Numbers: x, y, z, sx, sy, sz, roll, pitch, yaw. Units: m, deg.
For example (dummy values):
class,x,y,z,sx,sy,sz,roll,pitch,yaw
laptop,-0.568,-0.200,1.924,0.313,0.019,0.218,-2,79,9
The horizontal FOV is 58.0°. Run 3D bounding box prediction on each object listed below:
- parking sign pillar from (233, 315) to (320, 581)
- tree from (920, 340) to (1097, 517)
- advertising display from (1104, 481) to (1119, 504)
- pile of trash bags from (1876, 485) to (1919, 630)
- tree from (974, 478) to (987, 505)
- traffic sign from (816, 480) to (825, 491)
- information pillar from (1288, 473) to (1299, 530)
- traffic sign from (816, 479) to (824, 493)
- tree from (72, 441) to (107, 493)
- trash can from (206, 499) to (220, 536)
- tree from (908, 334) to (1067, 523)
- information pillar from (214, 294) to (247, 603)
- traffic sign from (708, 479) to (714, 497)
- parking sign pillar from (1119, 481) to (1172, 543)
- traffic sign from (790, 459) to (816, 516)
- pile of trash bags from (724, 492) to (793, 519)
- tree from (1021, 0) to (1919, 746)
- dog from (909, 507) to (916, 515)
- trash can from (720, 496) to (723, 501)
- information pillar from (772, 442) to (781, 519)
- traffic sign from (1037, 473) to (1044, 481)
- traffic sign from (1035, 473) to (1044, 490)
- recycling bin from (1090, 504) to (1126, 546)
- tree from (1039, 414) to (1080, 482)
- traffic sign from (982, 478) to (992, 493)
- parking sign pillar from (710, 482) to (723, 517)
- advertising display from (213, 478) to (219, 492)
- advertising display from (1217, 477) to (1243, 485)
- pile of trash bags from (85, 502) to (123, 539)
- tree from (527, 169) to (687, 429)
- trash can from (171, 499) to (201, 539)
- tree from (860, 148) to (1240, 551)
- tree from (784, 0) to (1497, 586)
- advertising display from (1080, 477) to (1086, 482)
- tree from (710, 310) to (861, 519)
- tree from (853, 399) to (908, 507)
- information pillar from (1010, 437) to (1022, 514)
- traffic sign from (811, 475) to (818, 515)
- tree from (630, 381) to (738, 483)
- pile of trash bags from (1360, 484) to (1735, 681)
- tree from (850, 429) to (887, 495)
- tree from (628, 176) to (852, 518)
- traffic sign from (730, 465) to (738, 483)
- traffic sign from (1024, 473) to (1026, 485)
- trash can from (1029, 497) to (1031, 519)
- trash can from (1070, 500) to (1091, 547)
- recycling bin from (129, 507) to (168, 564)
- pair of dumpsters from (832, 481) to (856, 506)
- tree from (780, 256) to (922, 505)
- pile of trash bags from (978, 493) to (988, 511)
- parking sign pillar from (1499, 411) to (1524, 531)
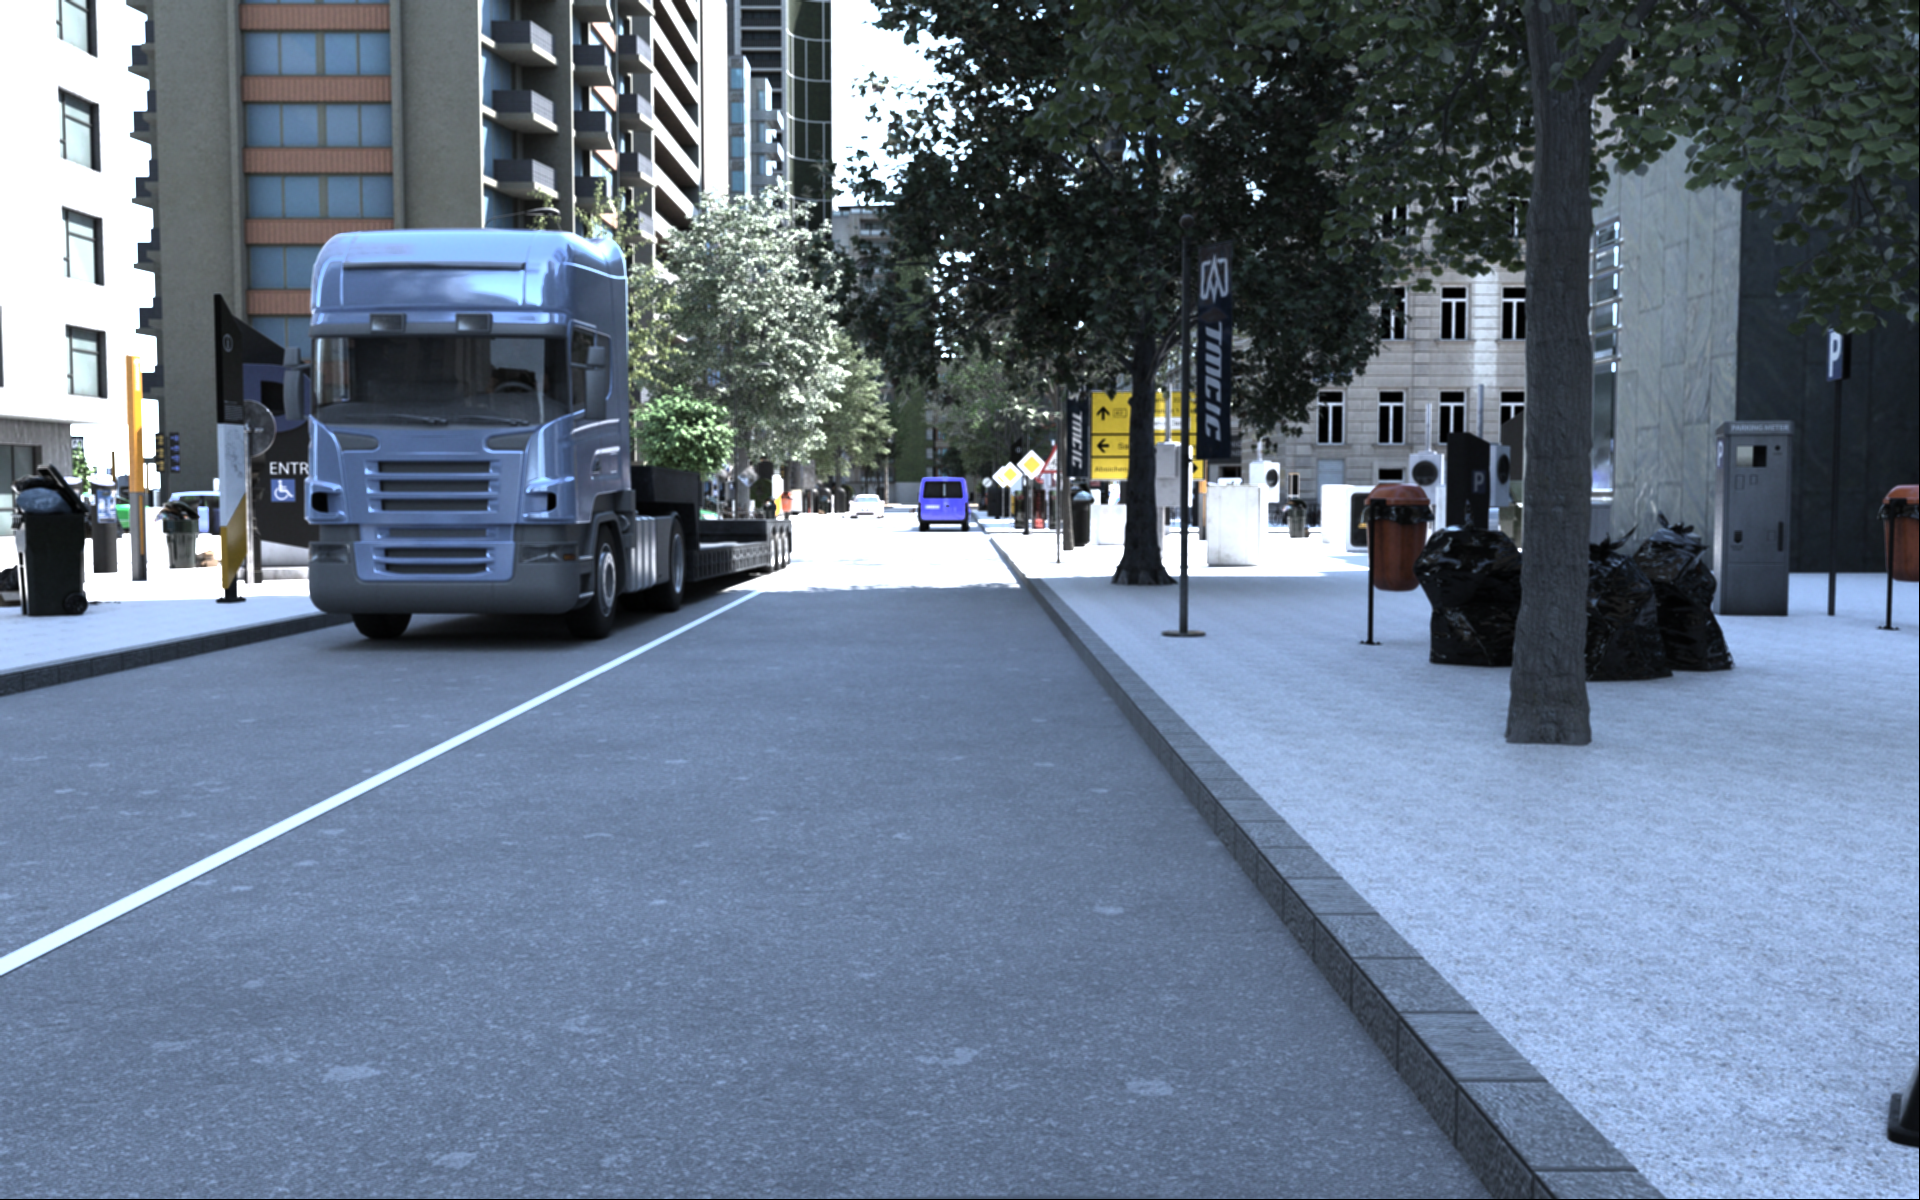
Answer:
class,x,y,z,sx,sy,sz,roll,pitch,yaw
parking sign pillar,-10.272,-2.308,26.206,1.447,3.967,1.447,-2,4,-23
tree,2.997,-11.311,95.301,12.009,13.543,11.850,0,3,0
advertising display,4.196,-2.597,47.682,0.123,1.923,0.974,2,4,25
pile of trash bags,9.411,-0.327,15.105,1.912,1.369,3.447,-1,4,-15
tree,2.453,-12.857,204.809,1.663,3.219,1.824,0,3,0
traffic sign,-10.203,-7.620,126.716,0.606,2.300,0.079,0,4,1
information pillar,11.896,-3.504,61.788,0.304,2.012,0.304,-1,4,-10
traffic sign,-10.218,-7.590,125.278,0.795,2.450,0.064,0,4,3
tree,-32.130,-4.213,63.490,1.663,3.219,1.824,0,3,0
trash can,-22.733,-2.536,53.121,0.748,1.137,0.748,0,3,0
tree,2.656,-9.250,76.994,9.928,11.665,9.643,0,3,0
information pillar,-8.647,-1.785,20.539,0.183,3.616,0.504,0,4,5
traffic sign,-10.973,-4.693,76.836,0.768,2.556,0.104,0,4,6
parking sign pillar,4.870,-3.491,45.549,1.447,3.967,1.447,-1,4,-17
traffic sign,-9.599,-6.588,101.588,2.265,3.308,0.079,0,4,5
pile of trash bags,-9.606,-4.416,81.960,3.447,1.369,1.912,0,4,4
tree,2.867,-5.562,9.060,7.486,12.596,7.792,0,3,0
dog,-3.314,-6.161,120.016,0.406,0.507,0.540,1,4,9
trash can,-17.778,-7.070,127.251,0.748,1.137,0.748,0,3,0
information pillar,-8.204,-5.255,77.274,0.183,3.616,0.504,2,4,34
traffic sign,3.475,-4.185,68.435,0.884,2.594,0.081,0,4,7
traffic sign,3.952,-5.099,83.481,0.768,2.556,0.104,0,4,4
recycling bin,3.657,-1.851,42.814,0.722,1.027,0.722,-1,4,-13
tree,8.065,-11.066,131.295,4.737,8.622,4.395,0,3,0
traffic sign,2.089,-8.131,133.050,0.768,2.556,0.104,0,4,3
parking sign pillar,-13.122,-6.387,92.907,1.447,3.967,1.447,-1,4,-10
advertising display,-30.047,-3.973,70.178,0.123,1.923,0.974,-3,4,-37
advertising display,10.219,-3.691,65.566,0.974,1.923,0.123,1,4,19
pile of trash bags,-25.693,-2.401,49.004,3.447,1.369,1.912,-3,5,-43
tree,-8.555,-5.494,40.186,4.737,8.622,4.395,0,3,0
trash can,-21.075,-2.174,47.202,0.748,1.137,0.748,0,3,0
tree,2.463,-6.393,38.938,8.767,10.594,7.601,0,4,1
tree,2.598,-6.562,24.299,9.611,12.733,9.660,0,3,0
advertising display,4.773,-3.807,67.461,0.123,1.923,0.974,0,4,-2
tree,-8.533,-9.177,84.464,8.767,10.594,7.601,0,4,1
tree,-8.441,-15.365,176.966,9.928,11.665,9.643,0,3,0
information pillar,2.293,-4.823,70.216,0.504,3.616,0.183,0,4,1
traffic sign,-9.215,-6.578,107.650,0.768,2.556,0.104,0,4,4
tree,-8.173,-4.095,50.661,4.285,4.588,4.351,0,3,0
pile of trash bags,4.330,-0.236,13.618,1.912,1.369,3.447,-2,4,-26
tree,-8.487,-13.380,169.119,4.360,8.622,3.978,0,3,0
tree,-8.845,-9.954,69.399,9.857,13.997,8.962,0,3,0
traffic sign,-9.804,-4.681,76.646,0.768,2.556,0.104,0,4,8
traffic sign,2.989,-4.911,82.429,0.606,2.300,0.079,0,4,5
trash can,3.741,-4.682,88.211,0.748,1.137,0.748,0,3,0
trash can,2.797,-1.845,41.821,0.748,1.137,0.748,0,3,0
recycling bin,-15.033,-1.213,32.391,0.722,1.027,0.722,3,5,45
pair of dumpsters,-8.518,-7.591,126.602,1.574,2.255,4.437,0,3,0
tree,-7.944,-17.116,135.737,12.611,20.169,13.585,0,3,0
pile of trash bags,2.221,-7.405,130.816,1.912,1.369,3.447,0,4,5
parking sign pillar,14.854,-3.484,45.438,1.447,3.967,1.447,1,4,11
